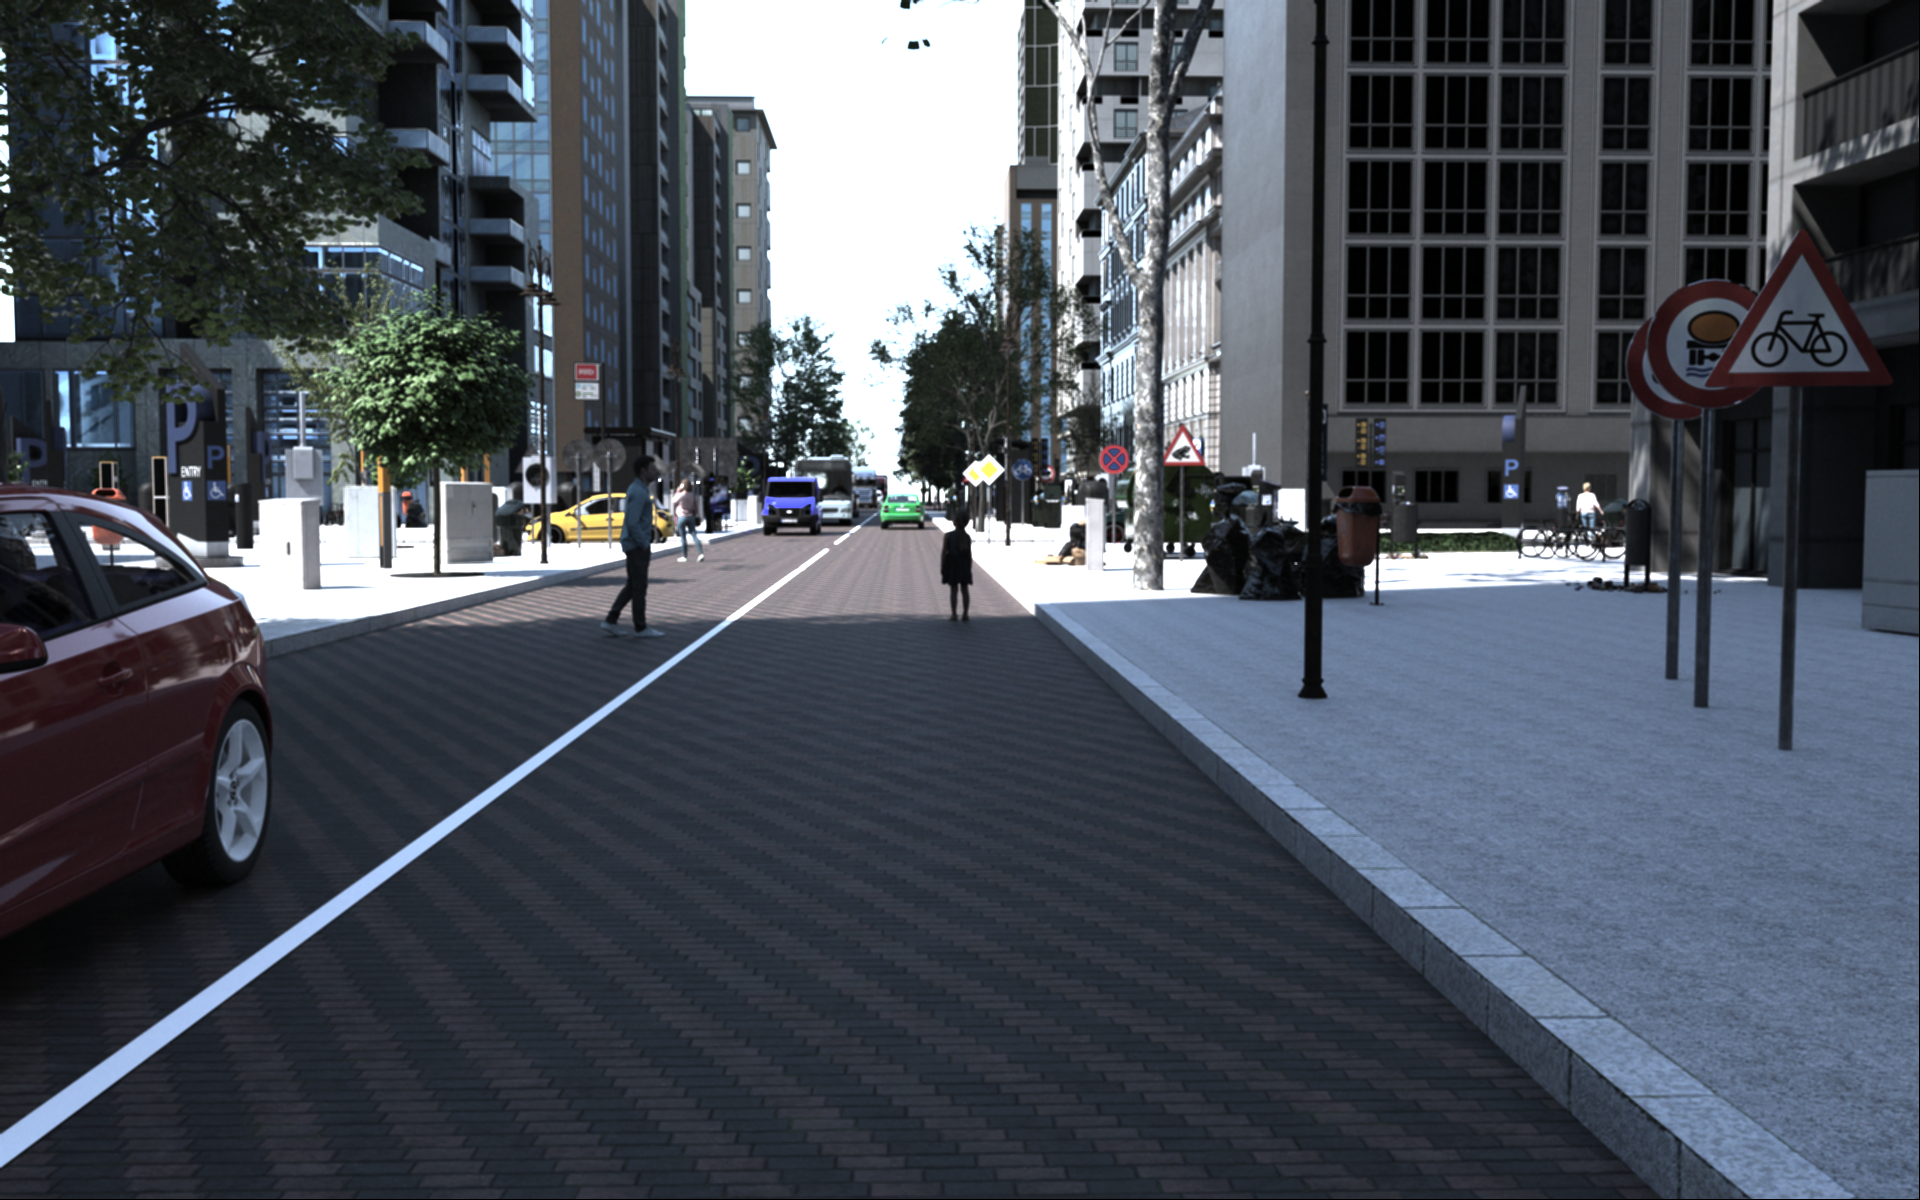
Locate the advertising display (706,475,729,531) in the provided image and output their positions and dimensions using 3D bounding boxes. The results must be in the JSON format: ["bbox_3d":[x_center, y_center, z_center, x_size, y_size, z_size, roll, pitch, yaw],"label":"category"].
[{"bbox_3d":[-8.401,-3.345,59.911,0.123,1.923,0.974,3,4,38],"label":"advertising display"}]

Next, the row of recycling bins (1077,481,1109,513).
[{"bbox_3d":[4.182,-2.906,54.620,1.069,1.692,3.534,0,4,4],"label":"row of recycling bins"}]

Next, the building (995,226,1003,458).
[{"bbox_3d":[12.222,-35.538,264.639,14.154,41.232,14.086,0,4,-2],"label":"building"}]

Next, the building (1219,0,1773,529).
[{"bbox_3d":[23.491,-16.832,68.718,24.014,27.812,14.314,0,4,-2],"label":"building"}]

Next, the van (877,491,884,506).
[{"bbox_3d":[-10.366,-12.653,213.890,2.013,2.044,4.112,0,4,-2],"label":"van"}]

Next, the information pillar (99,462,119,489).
[{"bbox_3d":[-19.355,-2.137,39.435,0.304,2.012,0.304,0,4,-7],"label":"information pillar"}]

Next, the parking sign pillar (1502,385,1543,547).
[{"bbox_3d":[13.582,-3.302,42.464,1.447,3.967,1.447,1,4,23],"label":"parking sign pillar"}]

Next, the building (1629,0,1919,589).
[{"bbox_3d":[21.683,-35.387,16.836,20.563,71.187,20.611,0,4,-2],"label":"building"}]

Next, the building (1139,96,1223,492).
[{"bbox_3d":[17.538,-15.184,90.054,13.314,21.916,24.055,0,4,-2],"label":"building"}]

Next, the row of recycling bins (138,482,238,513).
[{"bbox_3d":[-26.965,-3.283,60.783,3.534,1.692,1.069,0,4,-7],"label":"row of recycling bins"}]

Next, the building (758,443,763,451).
[{"bbox_3d":[-42.337,-34.713,259.431,32.217,40.220,23.993,0,4,-2],"label":"building"}]

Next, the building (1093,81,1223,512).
[{"bbox_3d":[16.310,-19.396,114.395,12.463,27.353,25.104,0,4,-2],"label":"building"}]

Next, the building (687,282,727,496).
[{"bbox_3d":[-36.244,-18.952,154.902,27.650,21.520,28.899,0,4,-2],"label":"building"}]

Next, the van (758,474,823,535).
[{"bbox_3d":[-5.968,-3.518,61.896,2.240,2.365,5.245,0,4,-3],"label":"van"}]

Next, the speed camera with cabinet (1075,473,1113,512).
[{"bbox_3d":[6.025,-5.123,78.102,2.038,3.252,0.660,3,5,41],"label":"speed camera with cabinet"}]

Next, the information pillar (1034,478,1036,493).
[{"bbox_3d":[3.238,-4.455,77.332,0.304,2.012,0.304,0,4,5],"label":"information pillar"}]

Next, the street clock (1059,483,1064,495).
[{"bbox_3d":[6.516,-6.575,112.063,0.358,2.002,0.471,-1,4,-21],"label":"street clock"}]

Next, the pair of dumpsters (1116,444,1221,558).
[{"bbox_3d":[4.256,-2.028,35.658,1.574,2.255,4.437,0,4,-2],"label":"pair of dumpsters"}]

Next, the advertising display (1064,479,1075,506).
[{"bbox_3d":[4.591,-4.124,72.644,0.123,1.923,0.974,-1,4,-15],"label":"advertising display"}]

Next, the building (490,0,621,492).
[{"bbox_3d":[-31.202,-28.548,116.874,14.600,45.320,14.200,0,4,-2],"label":"building"}]

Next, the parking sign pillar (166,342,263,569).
[{"bbox_3d":[-13.356,-2.560,30.326,1.447,3.967,1.447,3,5,39],"label":"parking sign pillar"}]

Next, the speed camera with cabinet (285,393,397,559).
[{"bbox_3d":[-12.242,-2.444,34.290,2.038,3.252,0.660,-1,4,-18],"label":"speed camera with cabinet"}]

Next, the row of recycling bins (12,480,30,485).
[{"bbox_3d":[-29.289,-2.710,51.414,1.069,1.692,3.534,2,4,34],"label":"row of recycling bins"}]

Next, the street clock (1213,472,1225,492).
[{"bbox_3d":[8.431,-3.193,56.768,0.471,2.002,0.358,-1,4,-23],"label":"street clock"}]

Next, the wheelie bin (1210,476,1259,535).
[{"bbox_3d":[4.824,-1.378,30.435,0.980,1.594,0.693,2,4,25],"label":"wheelie bin"}]

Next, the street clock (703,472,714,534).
[{"bbox_3d":[-8.125,-3.148,56.046,0.358,2.002,0.471,1,4,11],"label":"street clock"}]

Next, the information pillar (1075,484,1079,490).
[{"bbox_3d":[8.180,-7.099,120.567,0.304,2.012,0.304,2,4,26],"label":"information pillar"}]

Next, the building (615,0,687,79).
[{"bbox_3d":[-28.706,-27.463,132.617,14.154,41.232,14.086,0,4,-2],"label":"building"}]

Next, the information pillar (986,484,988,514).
[{"bbox_3d":[1.605,-7.043,106.504,0.183,3.616,0.504,1,4,15],"label":"information pillar"}]

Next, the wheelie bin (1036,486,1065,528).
[{"bbox_3d":[3.438,-3.479,64.783,0.980,1.594,0.693,0,4,3],"label":"wheelie bin"}]

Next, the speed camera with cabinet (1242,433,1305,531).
[{"bbox_3d":[10.233,-3.790,56.298,2.038,3.252,0.660,0,4,2],"label":"speed camera with cabinet"}]

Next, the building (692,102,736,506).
[{"bbox_3d":[-30.645,-30.123,176.112,14.154,41.232,14.086,0,4,-2],"label":"building"}]

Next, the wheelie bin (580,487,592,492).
[{"bbox_3d":[-16.204,-3.995,73.224,0.980,1.594,0.693,1,4,11],"label":"wheelie bin"}]

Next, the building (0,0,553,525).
[{"bbox_3d":[-32.887,-47.237,85.003,22.319,86.520,31.000,0,4,-2],"label":"building"}]

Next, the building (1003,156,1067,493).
[{"bbox_3d":[12.979,-35.450,229.713,14.600,45.320,14.200,0,4,-2],"label":"building"}]

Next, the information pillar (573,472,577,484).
[{"bbox_3d":[-19.836,-5.998,89.421,0.183,3.616,0.504,1,4,14],"label":"information pillar"}]

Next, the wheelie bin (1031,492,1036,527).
[{"bbox_3d":[3.096,-3.625,67.169,0.693,1.594,0.980,0,4,2],"label":"wheelie bin"}]

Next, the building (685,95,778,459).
[{"bbox_3d":[-39.584,-39.390,233.263,28.713,52.752,27.495,0,4,-2],"label":"building"}]

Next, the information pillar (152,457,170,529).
[{"bbox_3d":[-15.730,-1.820,34.244,0.304,2.012,0.304,0,4,5],"label":"information pillar"}]

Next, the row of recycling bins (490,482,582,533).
[{"bbox_3d":[-14.403,-3.124,58.196,3.534,1.692,1.069,-2,4,-34],"label":"row of recycling bins"}]

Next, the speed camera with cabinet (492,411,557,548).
[{"bbox_3d":[-10.648,-2.860,41.089,2.038,3.252,0.660,0,4,1],"label":"speed camera with cabinet"}]

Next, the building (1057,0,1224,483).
[{"bbox_3d":[23.164,-34.498,153.273,28.713,52.752,27.495,0,4,-2],"label":"building"}]

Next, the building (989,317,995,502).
[{"bbox_3d":[11.578,-31.035,279.124,14.160,30.474,14.107,0,4,-2],"label":"building"}]

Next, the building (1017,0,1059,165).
[{"bbox_3d":[16.703,-49.430,246.427,20.563,71.187,20.611,0,4,-2],"label":"building"}]

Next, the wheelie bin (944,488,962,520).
[{"bbox_3d":[-0.340,-4.740,85.406,0.693,1.594,0.980,-2,4,-34],"label":"wheelie bin"}]

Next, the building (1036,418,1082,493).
[{"bbox_3d":[23.952,-29.841,179.789,32.217,40.220,23.993,0,4,-2],"label":"building"}]
